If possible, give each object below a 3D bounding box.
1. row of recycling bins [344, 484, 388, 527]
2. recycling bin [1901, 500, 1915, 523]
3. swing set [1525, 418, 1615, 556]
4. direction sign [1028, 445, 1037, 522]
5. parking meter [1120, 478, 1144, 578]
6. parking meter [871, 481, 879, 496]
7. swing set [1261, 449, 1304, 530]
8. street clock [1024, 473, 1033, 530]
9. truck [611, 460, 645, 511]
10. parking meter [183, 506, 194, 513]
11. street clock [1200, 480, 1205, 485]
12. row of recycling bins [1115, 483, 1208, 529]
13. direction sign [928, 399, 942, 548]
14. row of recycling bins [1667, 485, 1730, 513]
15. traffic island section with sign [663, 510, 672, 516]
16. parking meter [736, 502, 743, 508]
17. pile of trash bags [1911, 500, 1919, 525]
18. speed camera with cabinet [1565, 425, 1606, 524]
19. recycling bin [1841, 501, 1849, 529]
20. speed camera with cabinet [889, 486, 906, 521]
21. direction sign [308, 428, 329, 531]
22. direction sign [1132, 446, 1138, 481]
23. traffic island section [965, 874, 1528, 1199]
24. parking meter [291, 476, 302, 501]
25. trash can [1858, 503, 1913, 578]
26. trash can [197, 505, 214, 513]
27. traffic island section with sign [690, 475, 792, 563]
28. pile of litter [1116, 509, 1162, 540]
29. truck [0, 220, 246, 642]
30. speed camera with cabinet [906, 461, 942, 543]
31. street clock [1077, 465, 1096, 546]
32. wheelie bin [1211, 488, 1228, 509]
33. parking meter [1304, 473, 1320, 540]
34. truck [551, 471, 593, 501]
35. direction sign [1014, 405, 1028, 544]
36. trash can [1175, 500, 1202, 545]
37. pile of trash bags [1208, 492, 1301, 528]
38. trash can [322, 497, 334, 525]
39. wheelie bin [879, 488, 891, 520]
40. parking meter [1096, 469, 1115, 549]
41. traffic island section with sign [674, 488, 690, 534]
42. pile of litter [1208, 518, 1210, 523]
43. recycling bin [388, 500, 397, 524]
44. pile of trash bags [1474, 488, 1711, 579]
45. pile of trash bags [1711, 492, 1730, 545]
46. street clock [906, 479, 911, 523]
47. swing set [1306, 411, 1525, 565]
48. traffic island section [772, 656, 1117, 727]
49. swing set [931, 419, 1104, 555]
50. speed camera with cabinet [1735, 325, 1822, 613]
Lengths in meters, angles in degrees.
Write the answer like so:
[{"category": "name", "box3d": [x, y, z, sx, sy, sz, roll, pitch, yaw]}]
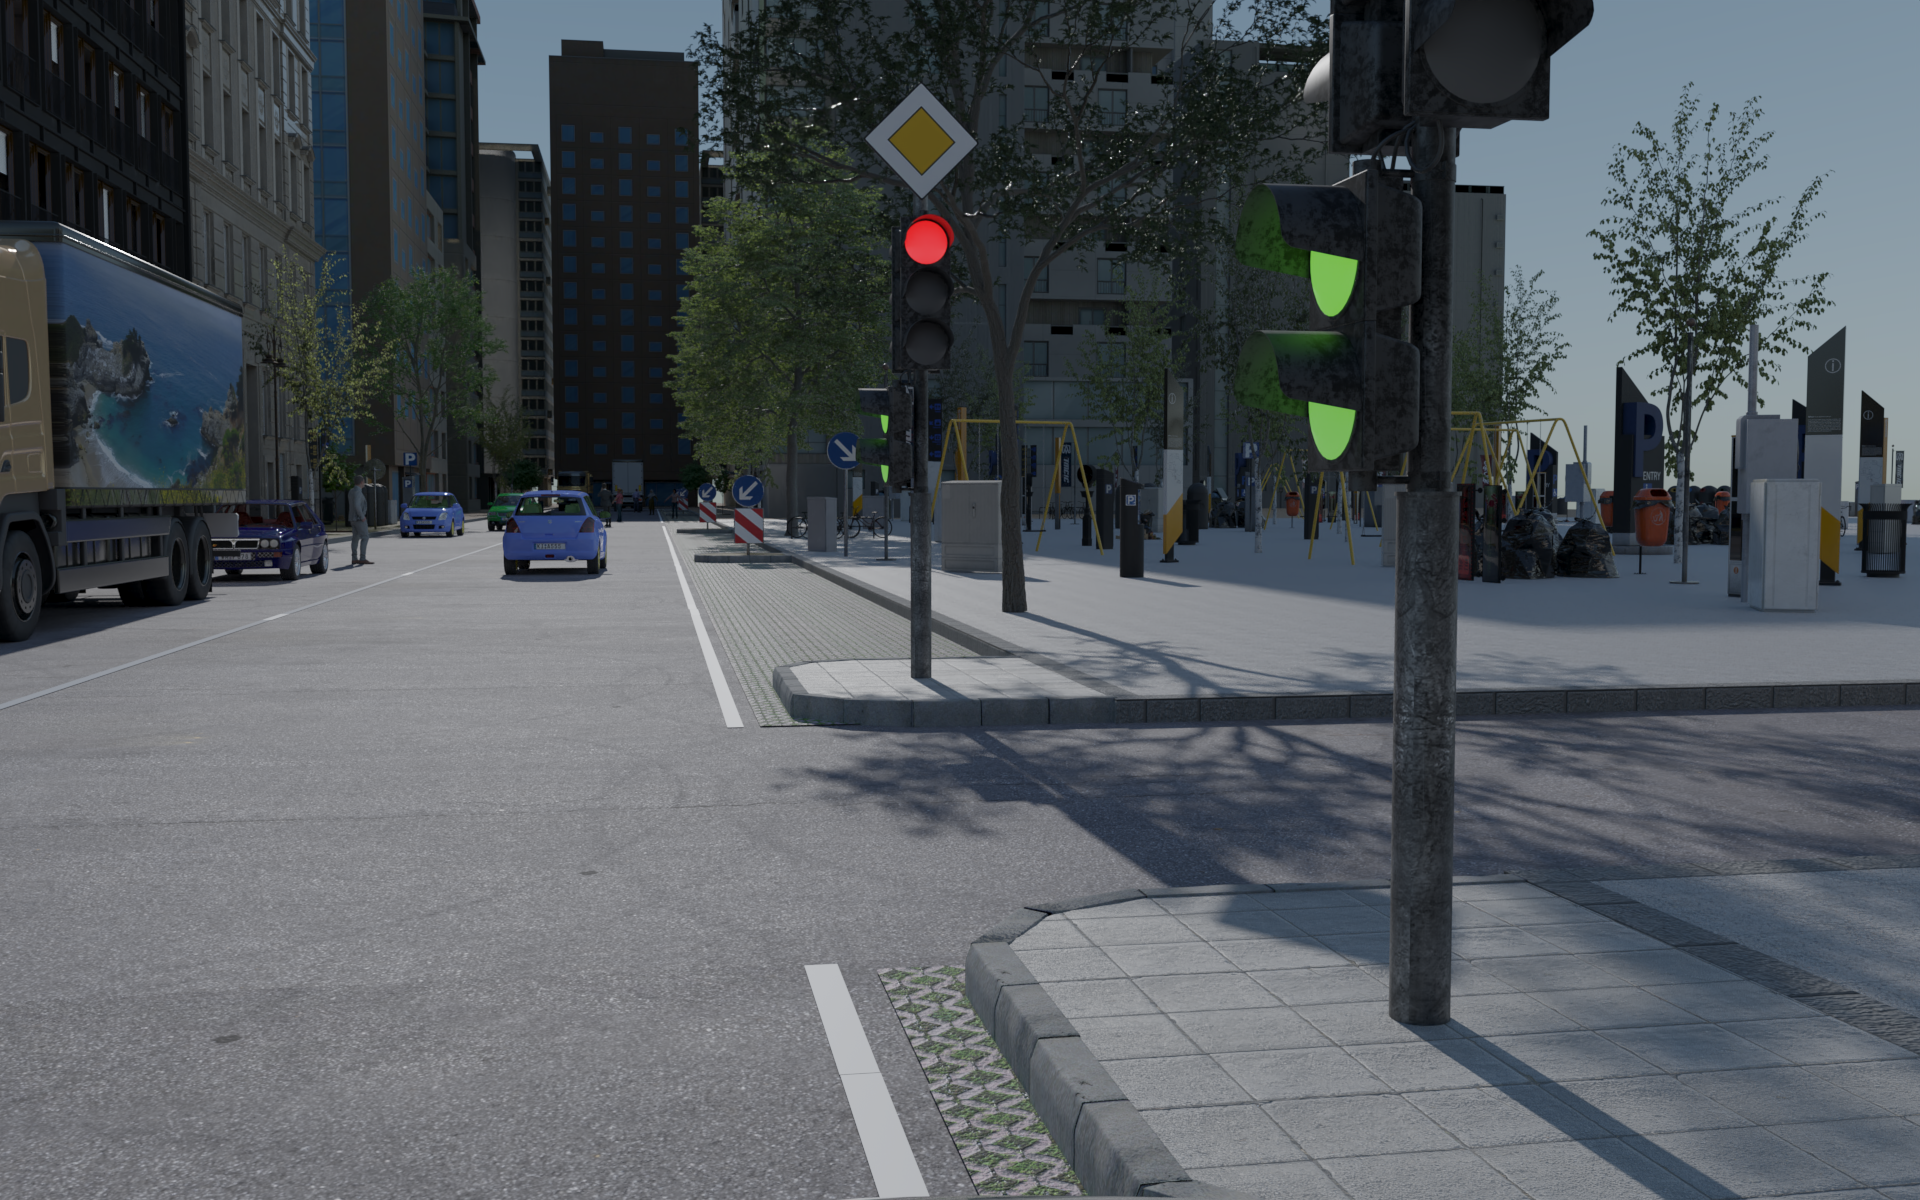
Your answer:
[{"category": "row of recycling bins", "box3d": [-23.671, -3.799, 69.231, 1.069, 1.692, 3.534, 0, 4, -2]}, {"category": "recycling bin", "box3d": [42.598, -3.984, 77.699, 0.722, 1.027, 0.722, 3, 4, 37]}, {"category": "swing set", "box3d": [11.794, -2.405, 36.940, 2.862, 2.851, 3.119, -1, 4, -18]}, {"category": "direction sign", "box3d": [3.189, -5.387, 80.069, 0.876, 3.537, 0.379, 3, 5, 41]}, {"category": "parking meter", "box3d": [2.650, -1.117, 26.674, 0.372, 1.533, 0.369, 0, 3, 0]}, {"category": "parking meter", "box3d": [-3.928, -4.539, 79.925, 0.255, 1.863, 0.399, 2, 4, 29]}, {"category": "swing set", "box3d": [12.580, -3.869, 60.878, 3.119, 2.851, 2.862, -1, 4, -23]}, {"category": "street clock", "box3d": [2.362, -3.371, 59.682, 0.358, 2.002, 0.471, 0, 4, 7]}, {"category": "truck", "box3d": [-27.995, -9.612, 146.063, 2.839, 4.237, 11.283, -1, 4, -11]}, {"category": "parking meter", "box3d": [-16.200, -1.698, 36.168, 0.372, 1.533, 0.369, 0, 3, 0]}, {"category": "street clock", "box3d": [12.609, -5.232, 90.112, 0.358, 2.002, 0.471, 1, 4, 19]}, {"category": "row of recycling bins", "box3d": [7.418, -3.466, 63.779, 3.534, 1.692, 1.069, 1, 4, 20]}, {"category": "direction sign", "box3d": [-0.864, -3.009, 41.197, 0.876, 3.537, 0.379, 0, 4, 1]}, {"category": "row of recycling bins", "box3d": [35.350, -4.627, 82.765, 1.069, 1.692, 3.534, -2, 4, -29]}, {"category": "traffic island section with sign", "box3d": [-18.074, -6.341, 112.302, 1.989, 1.847, 2.006, -1, 4, -10]}, {"category": "parking meter", "box3d": [-9.913, -4.441, 78.326, 0.399, 1.863, 0.255, -3, 5, -41]}, {"category": "pile of trash bags", "box3d": [41.407, -3.883, 73.247, 1.912, 1.369, 3.447, 3, 4, 36]}, {"category": "speed camera with cabinet", "box3d": [18.245, -3.437, 50.525, 0.660, 3.252, 2.038, 3, 4, 37]}, {"category": "recycling bin", "box3d": [32.001, -3.112, 63.441, 0.722, 1.027, 0.722, -2, 4, -24]}, {"category": "speed camera with cabinet", "box3d": [-2.612, -5.359, 81.963, 0.660, 3.252, 2.038, -2, 4, -33]}, {"category": "direction sign", "box3d": [-22.012, -4.132, 59.559, 0.379, 3.537, 0.876, 2, 4, 28]}, {"category": "direction sign", "box3d": [8.193, -5.456, 81.208, 0.379, 3.537, 0.876, -1, 4, -8]}, {"category": "traffic island section", "box3d": [1.149, 1.103, 4.252, 2.009, 0.180, 2.903, -1, 4, -10]}, {"category": "parking meter", "box3d": [-21.332, -3.059, 55.721, 0.255, 1.863, 0.399, 0, 4, -2]}, {"category": "trash can", "box3d": [14.270, -0.923, 26.743, 0.748, 1.137, 0.748, 0, 3, 0]}, {"category": "trash can", "box3d": [-16.904, -1.642, 38.498, 0.748, 1.137, 0.748, 0, 3, 0]}, {"category": "traffic island section with sign", "box3d": [-4.636, -1.719, 36.733, 1.989, 1.847, 2.006, -1, 4, -10]}, {"category": "pile of litter", "box3d": [5.067, -2.150, 49.111, 1.176, 0.858, 1.719, -1, 4, -12]}, {"category": "truck", "box3d": [-10.810, -1.896, 19.910, 2.839, 4.237, 11.283, -1, 4, -10]}, {"category": "speed camera with cabinet", "box3d": [-0.502, -3.170, 46.171, 0.660, 3.252, 2.038, -3, 4, -37]}, {"category": "street clock", "box3d": [3.137, -2.335, 42.748, 0.471, 2.002, 0.358, 3, 4, 36]}, {"category": "wheelie bin", "box3d": [13.136, -4.896, 87.964, 0.693, 1.594, 0.980, 3, 4, 37]}, {"category": "parking meter", "box3d": [9.948, -2.644, 48.933, 0.399, 1.863, 0.255, -1, 4, -17]}, {"category": "truck", "box3d": [-32.935, -9.308, 148.107, 3.469, 3.379, 9.791, -1, 4, -9]}, {"category": "direction sign", "box3d": [1.447, -3.217, 44.589, 0.379, 3.537, 0.876, 0, 4, 7]}, {"category": "trash can", "box3d": [5.713, -1.954, 43.607, 0.748, 1.137, 0.748, 0, 3, 0]}, {"category": "pile of trash bags", "box3d": [11.121, -3.401, 65.355, 3.447, 1.369, 1.912, 0, 4, 8]}, {"category": "trash can", "box3d": [-26.439, -3.701, 72.159, 0.748, 1.137, 0.748, 0, 3, 0]}, {"category": "wheelie bin", "box3d": [-3.674, -4.624, 83.518, 0.693, 1.594, 0.980, 0, 4, 4]}, {"category": "parking meter", "box3d": [3.371, -2.111, 40.225, 0.399, 1.863, 0.255, -3, 5, -40]}, {"category": "traffic island section with sign", "box3d": [-9.353, -3.342, 63.274, 1.989, 1.847, 2.006, -1, 4, -10]}, {"category": "pile of litter", "box3d": [11.835, -3.891, 77.590, 1.719, 0.858, 1.176, 1, 4, 10]}, {"category": "recycling bin", "box3d": [-24.307, -3.719, 73.353, 0.722, 1.027, 0.722, 0, 4, 2]}, {"category": "pile of trash bags", "box3d": [9.596, -1.064, 27.153, 3.447, 1.369, 1.912, -1, 4, -14]}, {"category": "pile of trash bags", "box3d": [18.088, -2.112, 44.279, 3.447, 1.369, 1.912, 0, 4, 5]}, {"category": "street clock", "box3d": [-2.153, -4.434, 77.067, 0.471, 2.002, 0.358, 1, 4, 18]}, {"category": "swing set", "box3d": [8.531, -2.152, 32.799, 3.119, 2.851, 2.862, 0, 4, -5]}, {"category": "traffic island section", "box3d": [-0.250, 0.622, 12.114, 2.009, 0.180, 2.903, -1, 4, -10]}, {"category": "swing set", "box3d": [0.992, -2.396, 36.798, 3.119, 2.851, 2.862, -2, 4, -27]}, {"category": "speed camera with cabinet", "box3d": [9.269, -1.547, 19.623, 0.660, 3.252, 2.038, 1, 4, 16]}]
